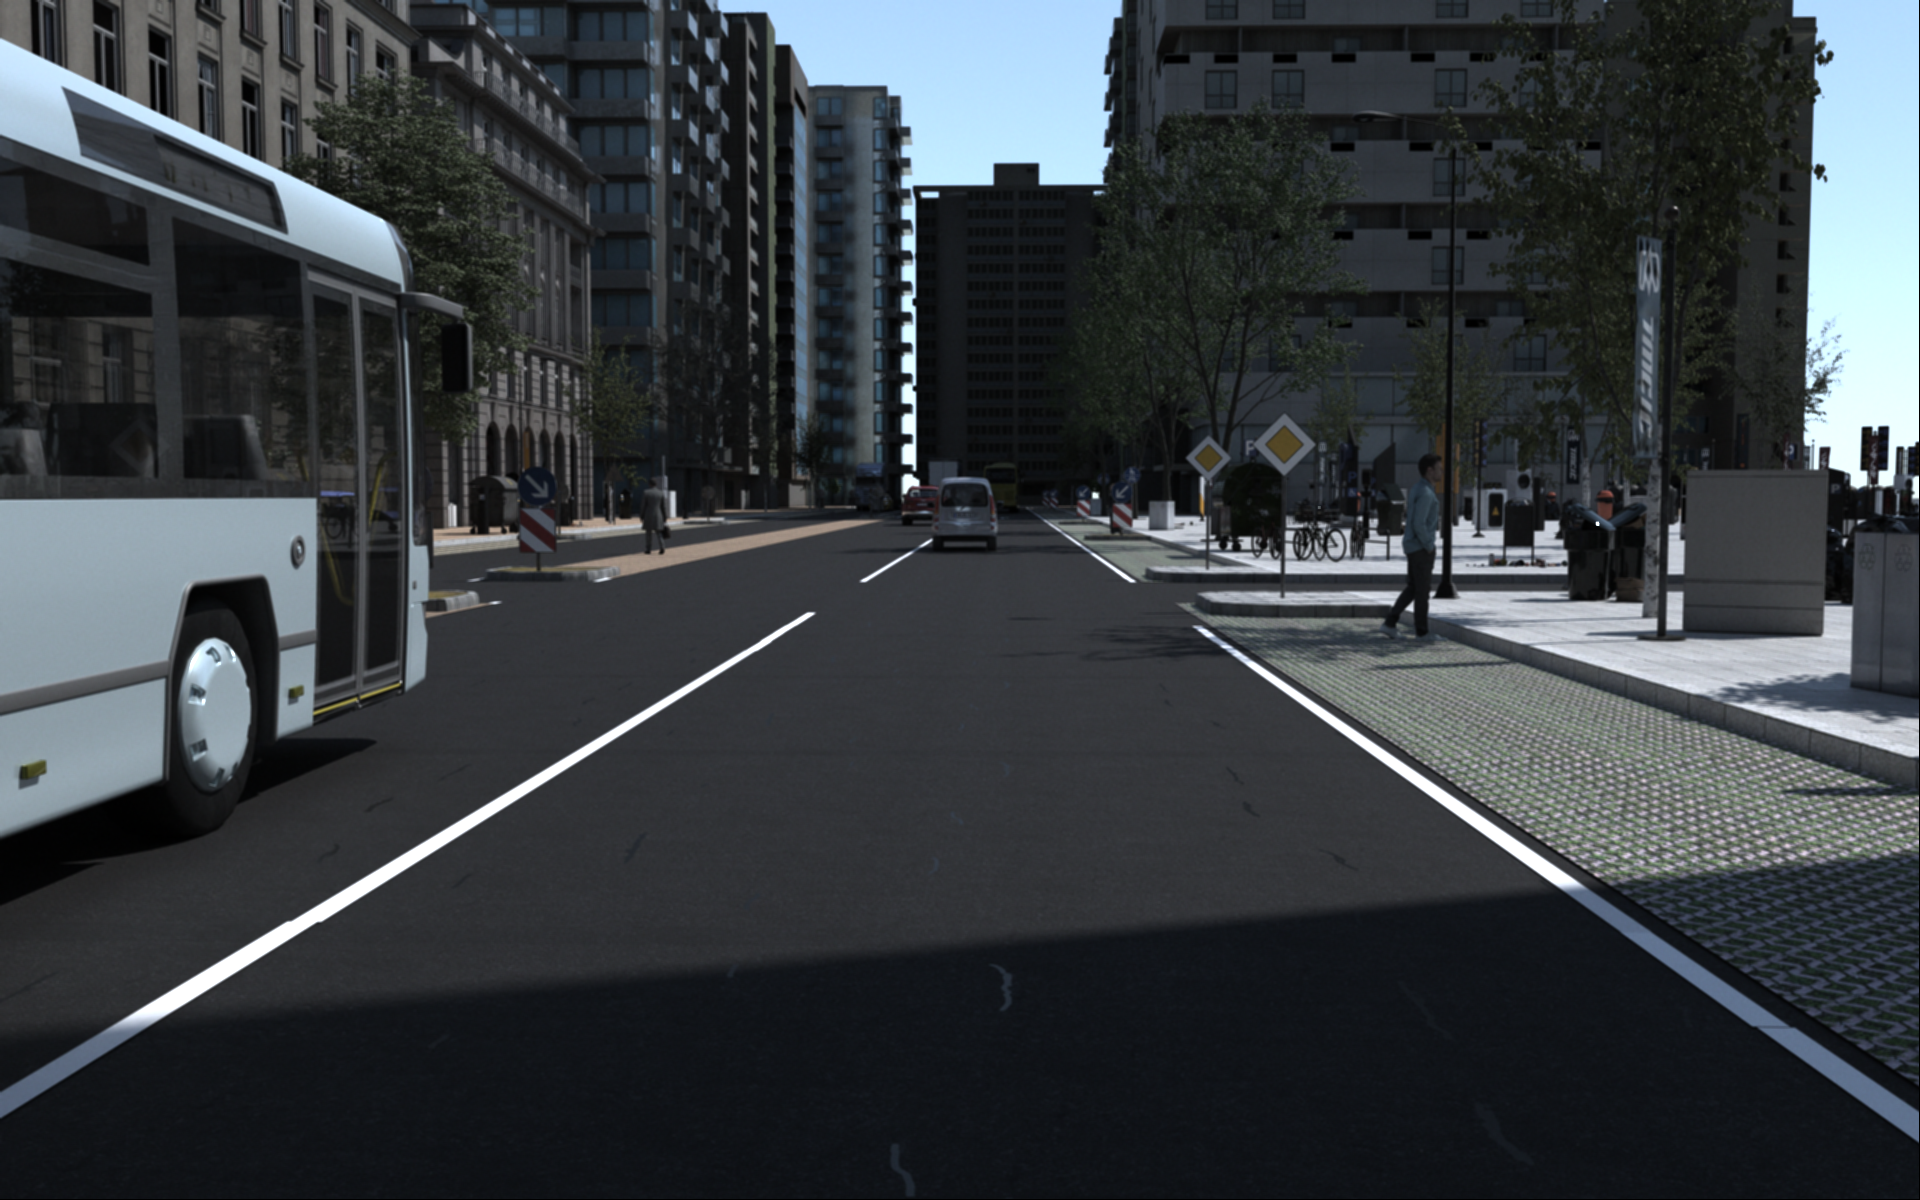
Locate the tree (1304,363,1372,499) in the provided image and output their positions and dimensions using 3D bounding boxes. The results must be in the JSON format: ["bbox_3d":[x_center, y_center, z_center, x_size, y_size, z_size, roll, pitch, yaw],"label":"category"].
[{"bbox_3d":[21.198,-8.989,97.325,4.737,8.622,4.395,0,3,0],"label":"tree"}]

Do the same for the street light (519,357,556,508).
[{"bbox_3d":[-14.385,-5.279,58.845,1.470,5.913,1.316,0,4,2],"label":"street light"}]

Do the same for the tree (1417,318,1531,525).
[{"bbox_3d":[21.226,-7.447,72.114,4.360,8.622,3.978,0,3,0],"label":"tree"}]

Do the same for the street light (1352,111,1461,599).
[{"bbox_3d":[5.457,-2.976,21.193,1.470,5.913,1.316,0,4,2],"label":"street light"}]

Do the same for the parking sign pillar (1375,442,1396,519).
[{"bbox_3d":[21.962,-6.207,89.960,1.447,3.967,1.447,-2,4,-28],"label":"parking sign pillar"}]

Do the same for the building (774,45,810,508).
[{"bbox_3d":[-22.790,-31.853,170.915,14.200,45.320,14.600,0,4,2],"label":"building"}]

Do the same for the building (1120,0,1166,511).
[{"bbox_3d":[19.839,-27.836,138.721,14.154,41.232,14.086,0,4,2],"label":"building"}]

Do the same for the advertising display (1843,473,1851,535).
[{"bbox_3d":[26.612,-2.915,52.869,0.974,1.923,0.123,2,4,26],"label":"advertising display"}]

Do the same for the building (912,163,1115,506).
[{"bbox_3d":[6.609,-31.445,205.999,23.993,40.220,32.217,0,4,2],"label":"building"}]

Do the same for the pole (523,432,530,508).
[{"bbox_3d":[-14.327,-3.881,57.301,0.158,3.312,0.155,0,3,0],"label":"pole"}]

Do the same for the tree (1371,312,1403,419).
[{"bbox_3d":[17.895,-6.972,64.360,4.737,8.622,4.395,0,3,0],"label":"tree"}]

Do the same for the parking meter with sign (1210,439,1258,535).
[{"bbox_3d":[8.623,-3.567,54.589,1.738,3.016,0.543,-3,5,-40],"label":"parking meter with sign"}]

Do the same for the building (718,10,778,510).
[{"bbox_3d":[-23.038,-28.096,142.965,14.154,41.232,14.086,0,4,2],"label":"building"}]

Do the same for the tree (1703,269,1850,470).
[{"bbox_3d":[26.878,-6.538,57.258,4.360,8.622,3.978,0,3,0],"label":"tree"}]

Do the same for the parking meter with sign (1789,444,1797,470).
[{"bbox_3d":[29.903,-3.942,60.708,1.738,3.016,0.543,0,4,-4],"label":"parking meter with sign"}]

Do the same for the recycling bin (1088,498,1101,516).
[{"bbox_3d":[7.932,-5.429,101.326,0.722,1.027,0.722,-1,4,-11],"label":"recycling bin"}]

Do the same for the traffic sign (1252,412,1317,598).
[{"bbox_3d":[3.972,-1.079,21.283,0.795,2.450,0.064,0,4,2],"label":"traffic sign"}]

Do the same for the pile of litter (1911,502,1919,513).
[{"bbox_3d":[52.143,-4.908,94.217,1.176,0.858,1.719,1,4,11],"label":"pile of litter"}]

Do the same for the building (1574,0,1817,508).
[{"bbox_3d":[68.200,-33.095,164.806,21.600,48.544,21.300,0,4,2],"label":"building"}]

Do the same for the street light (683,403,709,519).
[{"bbox_3d":[-13.493,-7.088,88.426,1.470,5.913,1.316,0,4,2],"label":"street light"}]

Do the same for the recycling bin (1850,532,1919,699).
[{"bbox_3d":[6.309,0.083,11.203,0.722,1.027,0.722,0,4,-6],"label":"recycling bin"}]

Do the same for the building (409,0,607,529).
[{"bbox_3d":[-24.499,-14.237,74.576,13.314,21.916,24.055,0,4,2],"label":"building"}]

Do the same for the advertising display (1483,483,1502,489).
[{"bbox_3d":[29.754,-5.603,96.827,0.974,1.923,0.123,2,4,23],"label":"advertising display"}]

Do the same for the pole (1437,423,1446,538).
[{"bbox_3d":[13.986,-3.438,50.053,0.158,3.312,0.155,0,3,0],"label":"pole"}]

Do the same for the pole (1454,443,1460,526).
[{"bbox_3d":[19.898,-4.623,69.423,0.158,3.312,0.155,0,3,0],"label":"pole"}]

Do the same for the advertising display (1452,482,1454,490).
[{"bbox_3d":[25.699,-5.222,90.588,0.123,1.923,0.974,1,4,21],"label":"advertising display"}]

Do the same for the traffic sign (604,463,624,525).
[{"bbox_3d":[-14.413,-4.413,72.156,0.884,2.594,0.081,0,4,3],"label":"traffic sign"}]

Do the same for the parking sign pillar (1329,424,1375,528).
[{"bbox_3d":[14.760,-4.725,65.729,1.447,3.967,1.447,0,4,1],"label":"parking sign pillar"}]

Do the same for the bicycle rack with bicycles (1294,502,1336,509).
[{"bbox_3d":[15.067,-3.694,73.784,2.925,0.926,2.852,-3,5,-42],"label":"bicycle rack with bicycles"}]

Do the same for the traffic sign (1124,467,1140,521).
[{"bbox_3d":[8.066,-4.959,81.181,0.768,2.556,0.104,0,4,7],"label":"traffic sign"}]

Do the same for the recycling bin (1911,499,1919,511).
[{"bbox_3d":[54.633,-5.265,98.644,0.722,1.027,0.722,-3,5,-44],"label":"recycling bin"}]

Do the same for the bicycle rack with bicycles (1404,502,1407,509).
[{"bbox_3d":[19.630,-3.856,76.431,2.925,0.926,2.852,-1,4,-14],"label":"bicycle rack with bicycles"}]

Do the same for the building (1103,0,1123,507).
[{"bbox_3d":[24.810,-33.087,160.585,23.786,49.044,30.456,0,4,2],"label":"building"}]

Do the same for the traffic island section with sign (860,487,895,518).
[{"bbox_3d":[-4.948,-5.889,104.416,2.006,1.907,1.989,0,4,2],"label":"traffic island section with sign"}]

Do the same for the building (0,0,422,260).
[{"bbox_3d":[-26.929,-13.083,47.183,16.112,22.955,30.059,0,4,2],"label":"building"}]

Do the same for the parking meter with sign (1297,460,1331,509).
[{"bbox_3d":[18.439,-5.740,90.105,1.738,3.016,0.543,1,4,22],"label":"parking meter with sign"}]

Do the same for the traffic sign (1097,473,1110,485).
[{"bbox_3d":[8.581,-6.327,103.547,0.768,2.556,0.104,1,4,9],"label":"traffic sign"}]

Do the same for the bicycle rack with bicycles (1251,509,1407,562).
[{"bbox_3d":[7.171,-1.260,33.978,2.852,0.926,2.925,0,4,-5],"label":"bicycle rack with bicycles"}]

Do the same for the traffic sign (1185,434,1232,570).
[{"bbox_3d":[4.189,-1.567,29.265,0.795,2.450,0.064,0,4,2],"label":"traffic sign"}]

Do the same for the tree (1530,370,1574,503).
[{"bbox_3d":[33.423,-9.208,100.909,4.360,8.622,3.978,0,3,0],"label":"tree"}]

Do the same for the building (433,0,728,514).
[{"bbox_3d":[-28.436,-30.644,120.635,23.786,49.044,30.456,0,4,2],"label":"building"}]

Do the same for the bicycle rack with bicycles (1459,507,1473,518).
[{"bbox_3d":[22.270,-4.242,82.742,2.852,0.926,2.925,-2,4,-30],"label":"bicycle rack with bicycles"}]

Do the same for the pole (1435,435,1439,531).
[{"bbox_3d":[16.638,-4.065,60.303,0.158,3.312,0.155,0,3,0],"label":"pole"}]

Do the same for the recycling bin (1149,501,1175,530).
[{"bbox_3d":[7.179,-3.001,61.622,0.722,1.027,0.722,2,4,29],"label":"recycling bin"}]

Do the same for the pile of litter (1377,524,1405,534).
[{"bbox_3d":[14.023,-2.544,55.552,1.719,0.858,1.176,-3,4,-39],"label":"pile of litter"}]

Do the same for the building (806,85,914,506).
[{"bbox_3d":[-20.701,-35.677,202.927,30.456,49.044,23.786,0,4,2],"label":"building"}]

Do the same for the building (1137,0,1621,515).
[{"bbox_3d":[26.314,-32.292,117.217,28.713,52.752,27.495,0,4,2],"label":"building"}]
